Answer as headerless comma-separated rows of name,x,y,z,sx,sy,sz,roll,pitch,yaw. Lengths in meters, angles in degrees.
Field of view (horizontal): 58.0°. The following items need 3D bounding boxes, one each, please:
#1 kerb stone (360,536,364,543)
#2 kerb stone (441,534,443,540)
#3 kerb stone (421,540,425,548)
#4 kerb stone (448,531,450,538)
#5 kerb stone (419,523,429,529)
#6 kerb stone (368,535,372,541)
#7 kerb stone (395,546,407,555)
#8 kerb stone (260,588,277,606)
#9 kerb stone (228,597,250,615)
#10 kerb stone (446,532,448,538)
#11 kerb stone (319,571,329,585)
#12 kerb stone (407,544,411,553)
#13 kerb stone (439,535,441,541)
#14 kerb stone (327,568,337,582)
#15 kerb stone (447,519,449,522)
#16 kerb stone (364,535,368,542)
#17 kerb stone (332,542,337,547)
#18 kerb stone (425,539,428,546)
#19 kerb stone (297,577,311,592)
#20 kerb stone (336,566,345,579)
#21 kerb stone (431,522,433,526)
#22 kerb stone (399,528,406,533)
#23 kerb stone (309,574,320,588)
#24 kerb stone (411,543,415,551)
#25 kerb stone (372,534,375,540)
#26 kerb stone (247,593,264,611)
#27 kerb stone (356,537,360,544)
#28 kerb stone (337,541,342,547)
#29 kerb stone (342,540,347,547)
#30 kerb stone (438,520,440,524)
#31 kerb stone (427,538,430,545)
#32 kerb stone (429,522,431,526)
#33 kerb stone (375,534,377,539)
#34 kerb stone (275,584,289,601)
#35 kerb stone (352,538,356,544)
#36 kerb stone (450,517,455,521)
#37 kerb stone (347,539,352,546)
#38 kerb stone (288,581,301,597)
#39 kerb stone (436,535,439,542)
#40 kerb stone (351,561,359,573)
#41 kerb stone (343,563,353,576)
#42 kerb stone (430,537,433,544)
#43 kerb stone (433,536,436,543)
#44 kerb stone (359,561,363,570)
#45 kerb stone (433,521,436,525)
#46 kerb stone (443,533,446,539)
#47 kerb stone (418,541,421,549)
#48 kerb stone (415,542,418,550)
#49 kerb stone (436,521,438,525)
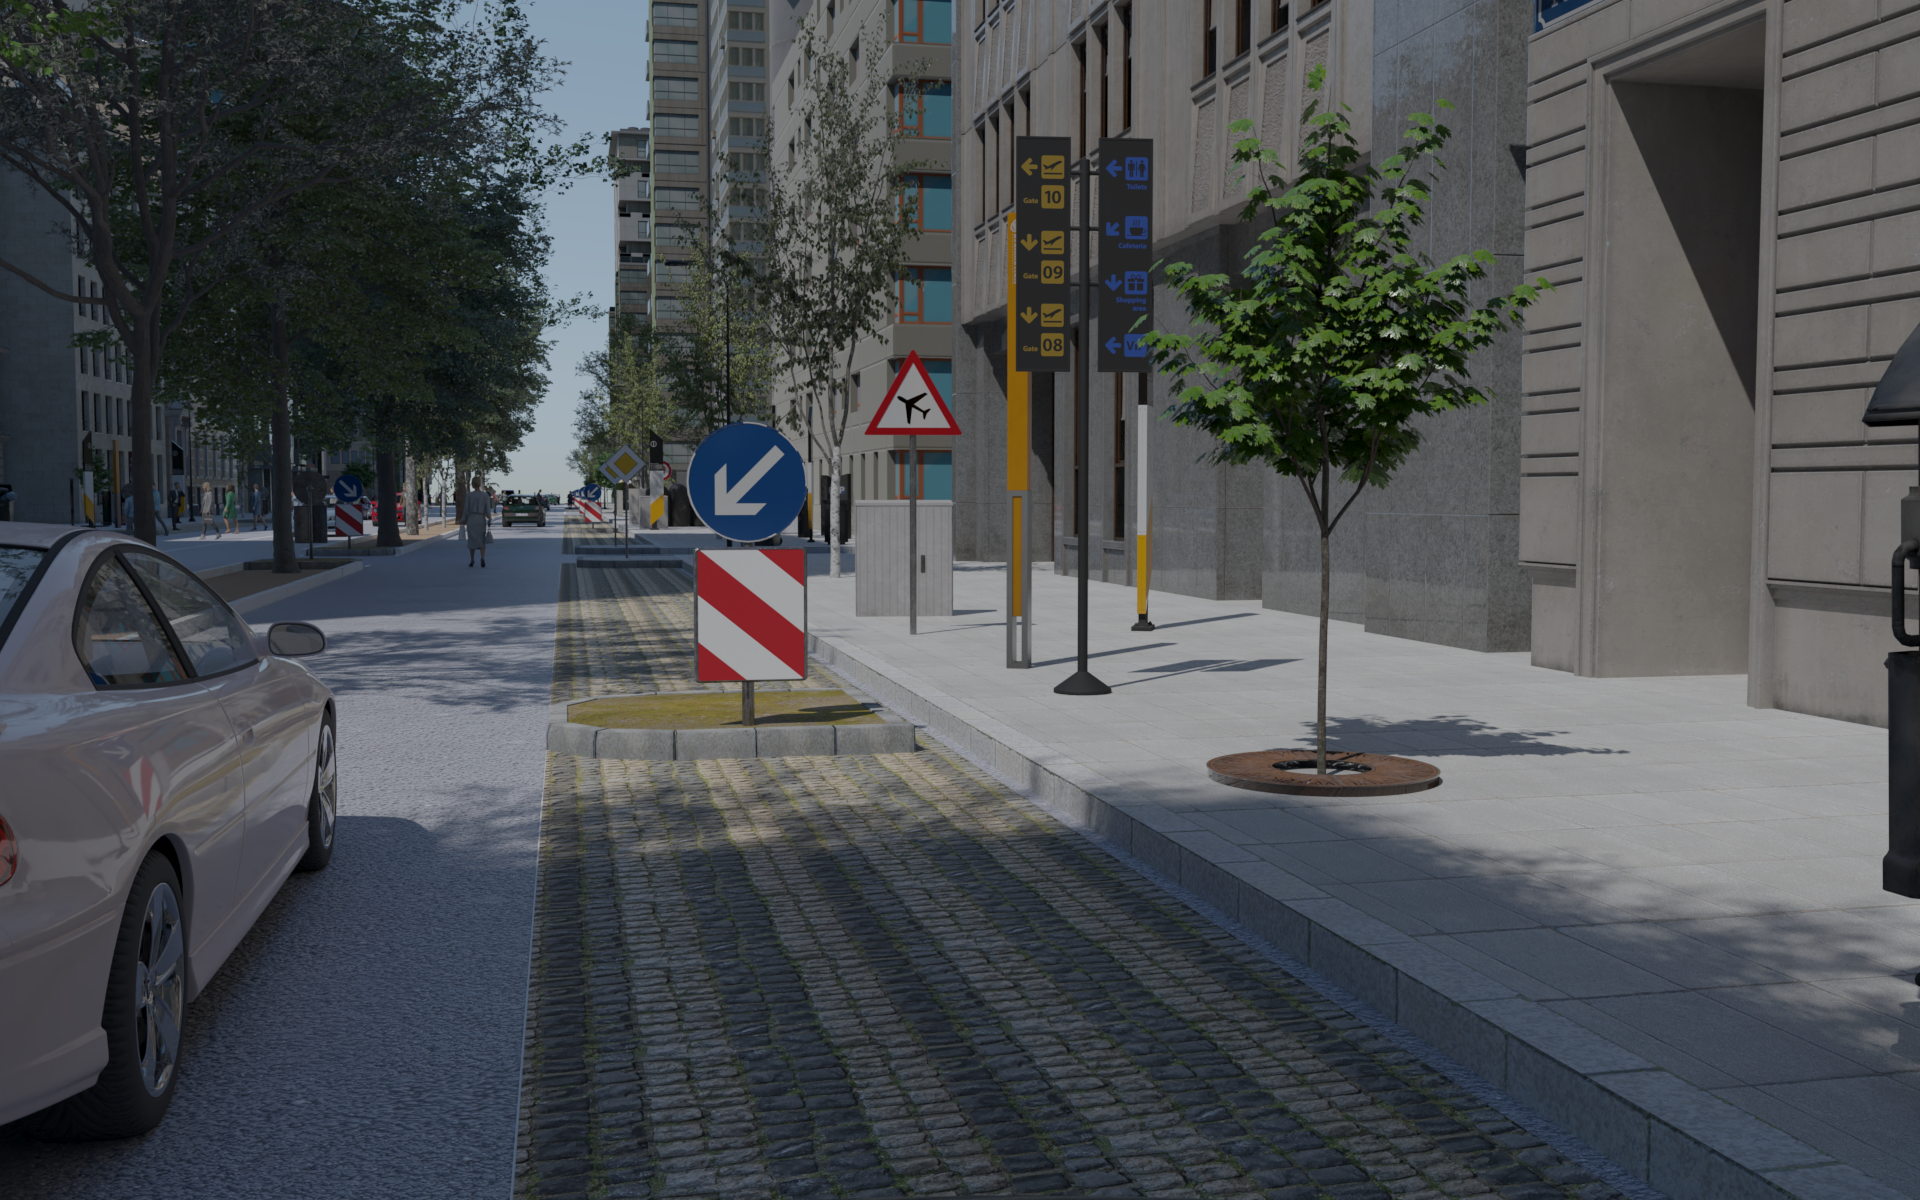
kerb stone,-17.602,-1.736,50.607,0.120,0.150,1.000,-1,4,-13
kerb stone,-16.012,-1.882,53.081,0.120,0.150,1.000,-1,4,-13
kerb stone,-14.417,-1.461,46.080,0.120,0.150,1.000,-1,4,-13
kerb stone,-16.689,-2.068,56.075,0.120,0.150,1.000,-1,4,-13
kerb stone,-23.067,-3.200,74.585,0.120,0.150,1.000,-1,4,-13
kerb stone,-18.059,-1.860,52.606,0.120,0.150,1.000,-1,4,-13
kerb stone,-13.283,-1.155,41.079,0.120,0.150,1.000,-1,4,-13
kerb stone,-9.049,-0.019,22.500,0.120,0.150,1.000,-1,4,-13
kerb stone,-8.591,0.103,20.505,0.120,0.150,1.000,-1,4,-13
kerb stone,-16.462,-2.003,55.075,0.120,0.150,1.000,-1,4,-13
kerb stone,-10.185,-0.322,27.488,0.120,0.150,1.000,-1,4,-13
kerb stone,-13.505,-1.216,42.082,0.120,0.150,1.000,-1,4,-13
kerb stone,-15.786,-1.828,52.084,0.120,0.150,1.000,-1,4,-13
kerb stone,-10.412,-0.385,28.488,0.120,0.150,1.000,-1,4,-13
kerb stone,-25.791,-3.935,86.575,0.120,0.150,1.000,-1,4,-13
kerb stone,-17.827,-1.799,51.604,0.120,0.150,1.000,-1,4,-13
kerb stone,-16.236,-1.366,44.609,0.120,0.150,1.000,-1,4,-13
kerb stone,-14.645,-1.522,47.076,0.120,0.150,1.000,-1,4,-13
kerb stone,-9.730,-0.202,25.492,0.120,0.150,1.000,-1,4,-13
kerb stone,-10.645,-0.442,29.490,0.120,0.150,1.000,-1,4,-13
kerb stone,-23.516,-3.327,76.584,0.120,0.150,1.000,-1,4,-13
kerb stone,-20.787,-2.590,64.594,0.120,0.150,1.000,-1,4,-13
kerb stone,-9.955,-0.263,26.489,0.120,0.150,1.000,-1,4,-13
kerb stone,-13.726,-1.270,43.088,0.120,0.150,1.000,-1,4,-13
kerb stone,-18.291,-1.921,53.602,0.120,0.150,1.000,-1,4,-13
kerb stone,-8.822,0.042,21.501,0.120,0.150,1.000,-1,4,-13
kerb stone,-17.371,-1.675,49.606,0.120,0.150,1.000,-1,4,-13
kerb stone,-16.468,-1.428,45.604,0.120,0.150,1.000,-1,4,-13
kerb stone,-16.694,-1.493,46.601,0.120,0.150,1.000,-1,4,-13
kerb stone,-24.425,-3.571,80.574,0.120,0.150,1.000,-1,4,-13
kerb stone,-14.874,-1.583,48.081,0.120,0.150,1.000,-1,4,-13
kerb stone,-23.284,-3.262,75.584,0.120,0.150,1.000,-1,4,-13
kerb stone,-18.509,-1.982,54.603,0.120,0.150,1.000,-1,4,-13
kerb stone,-9.276,-0.080,23.498,0.120,0.150,1.000,-1,4,-13
kerb stone,-17.155,-1.615,48.602,0.120,0.150,1.000,-1,4,-13
kerb stone,-26.923,-4.243,91.567,0.120,0.150,1.000,-1,4,-13
kerb stone,-16.911,-1.552,47.600,0.120,0.150,1.000,-1,4,-13
kerb stone,-9.500,-0.136,24.496,0.120,0.150,1.000,-1,4,-13
kerb stone,-15.550,-1.766,51.071,0.120,0.150,1.000,-1,4,-13
kerb stone,-11.099,-0.569,31.499,0.120,0.150,1.000,-1,4,-13
kerb stone,-10.866,-0.508,30.497,0.120,0.150,1.000,-1,4,-13
kerb stone,-15.097,-1.643,49.078,0.120,0.150,1.000,-1,4,-13
kerb stone,-15.331,-1.705,50.073,0.120,0.150,1.000,-1,4,-13
kerb stone,-11.329,-0.631,32.506,0.120,0.150,1.000,-1,4,-13
kerb stone,-23.973,-3.449,78.579,0.120,0.150,1.000,-1,4,-13
kerb stone,-16.238,-1.947,54.077,0.120,0.150,1.000,-1,4,-13
kerb stone,-14.188,-1.400,45.081,0.120,0.150,1.000,-1,4,-13
kerb stone,-13.960,-1.336,44.082,0.120,0.150,1.000,-1,4,-13
kerb stone,-24.189,-3.505,79.579,0.120,0.150,1.000,-1,4,-13
